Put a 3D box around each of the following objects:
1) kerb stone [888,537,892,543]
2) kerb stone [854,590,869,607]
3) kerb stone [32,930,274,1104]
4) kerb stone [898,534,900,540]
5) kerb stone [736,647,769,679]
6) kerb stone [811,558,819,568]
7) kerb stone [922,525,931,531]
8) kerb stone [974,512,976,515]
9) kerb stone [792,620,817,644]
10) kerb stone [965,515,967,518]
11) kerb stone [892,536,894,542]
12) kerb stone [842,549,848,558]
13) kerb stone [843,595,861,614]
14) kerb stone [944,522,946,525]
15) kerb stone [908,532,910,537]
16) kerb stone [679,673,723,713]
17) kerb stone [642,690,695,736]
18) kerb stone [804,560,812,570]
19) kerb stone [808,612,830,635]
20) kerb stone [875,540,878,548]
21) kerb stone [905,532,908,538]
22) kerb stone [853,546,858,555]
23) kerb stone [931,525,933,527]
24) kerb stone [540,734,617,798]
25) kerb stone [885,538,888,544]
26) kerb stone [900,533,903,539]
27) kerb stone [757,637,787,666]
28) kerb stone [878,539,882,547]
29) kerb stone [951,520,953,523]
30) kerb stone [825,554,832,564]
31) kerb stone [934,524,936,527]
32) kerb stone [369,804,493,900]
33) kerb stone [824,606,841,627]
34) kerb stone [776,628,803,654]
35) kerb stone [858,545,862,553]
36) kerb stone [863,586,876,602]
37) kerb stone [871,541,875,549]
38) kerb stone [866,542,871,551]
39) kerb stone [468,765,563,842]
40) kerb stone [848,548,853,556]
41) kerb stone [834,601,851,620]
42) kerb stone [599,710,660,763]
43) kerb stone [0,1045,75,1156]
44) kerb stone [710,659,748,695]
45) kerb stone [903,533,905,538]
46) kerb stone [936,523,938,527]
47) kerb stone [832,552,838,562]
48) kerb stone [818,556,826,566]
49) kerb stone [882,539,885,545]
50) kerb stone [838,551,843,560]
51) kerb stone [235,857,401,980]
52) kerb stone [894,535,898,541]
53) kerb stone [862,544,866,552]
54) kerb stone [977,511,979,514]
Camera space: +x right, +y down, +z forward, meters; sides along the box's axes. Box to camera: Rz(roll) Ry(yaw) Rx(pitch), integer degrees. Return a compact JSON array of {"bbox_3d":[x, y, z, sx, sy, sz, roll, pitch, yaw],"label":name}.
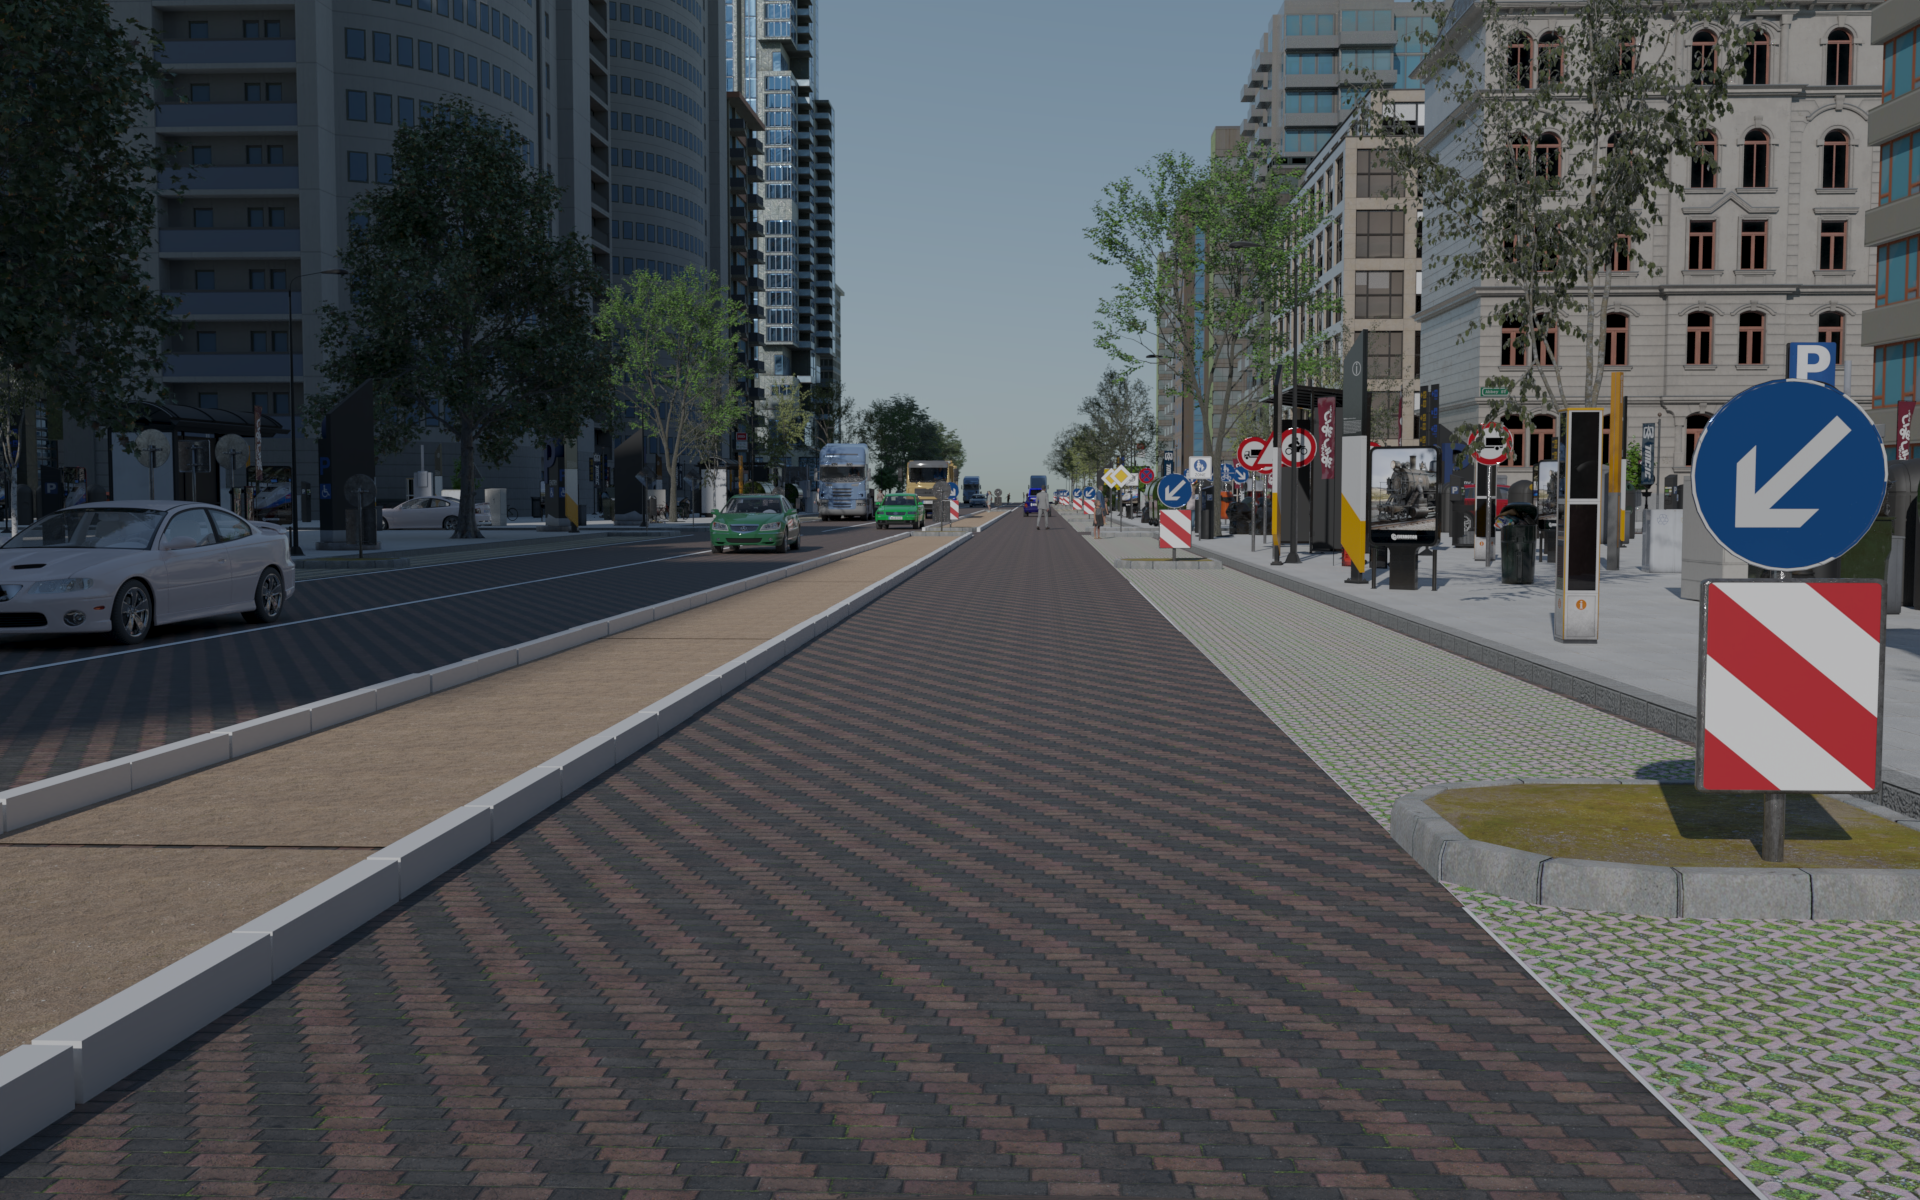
[{"bbox_3d":[-2.140,-1.681,49.748,0.120,0.150,1.000,0,4,3],"label":"kerb stone"},{"bbox_3d":[-1.302,0.014,21.980,0.120,0.150,1.000,0,4,3],"label":"kerb stone"},{"bbox_3d":[-2.097,1.078,4.567,0.120,0.150,1.000,0,4,3],"label":"kerb stone"},{"bbox_3d":[-1.995,-1.863,52.819,0.120,0.150,1.000,0,4,3],"label":"kerb stone"},{"bbox_3d":[-1.677,0.514,13.786,0.120,0.150,1.000,0,4,3],"label":"kerb stone"},{"bbox_3d":[-2.889,-0.683,33.369,0.120,0.150,1.000,0,4,3],"label":"kerb stone"},{"bbox_3d":[-1.323,-2.776,67.693,0.120,0.150,1.000,0,4,3],"label":"kerb stone"},{"bbox_3d":[0.780,-5.601,113.787,0.120,0.150,1.000,0,4,3],"label":"kerb stone"},{"bbox_3d":[-1.542,0.327,16.853,0.120,0.150,1.000,0,4,3],"label":"kerb stone"},{"bbox_3d":[0.181,-4.787,100.460,0.120,0.150,1.000,0,4,3],"label":"kerb stone"},{"bbox_3d":[-2.098,-1.748,50.769,0.120,0.150,1.000,0,4,3],"label":"kerb stone"},{"bbox_3d":[-2.650,-0.996,38.479,0.120,0.150,1.000,0,4,3],"label":"kerb stone"},{"bbox_3d":[-1.344,0.076,20.959,0.120,0.150,1.000,0,4,3],"label":"kerb stone"},{"bbox_3d":[-0.846,-3.410,77.941,0.120,0.150,1.000,0,4,3],"label":"kerb stone"},{"bbox_3d":[-1.813,-2.123,56.907,0.120,0.150,1.000,0,4,3],"label":"kerb stone"},{"bbox_3d":[-1.774,0.642,11.740,0.120,0.150,1.000,0,4,3],"label":"kerb stone"},{"bbox_3d":[-1.814,0.702,10.716,0.120,0.150,1.000,0,4,3],"label":"kerb stone"},{"bbox_3d":[-2.931,-0.620,32.348,0.120,0.150,1.000,0,4,3],"label":"kerb stone"},{"bbox_3d":[-1.490,0.264,17.875,0.120,0.150,1.000,0,4,3],"label":"kerb stone"},{"bbox_3d":[-2.324,-1.434,45.635,0.120,0.150,1.000,0,4,3],"label":"kerb stone"},{"bbox_3d":[-1.859,-2.057,55.885,0.120,0.150,1.000,0,4,3],"label":"kerb stone"},{"bbox_3d":[-2.560,-1.118,40.527,0.120,0.150,1.000,0,4,3],"label":"kerb stone"},{"bbox_3d":[-1.263,-2.845,68.715,0.120,0.150,1.000,0,4,3],"label":"kerb stone"},{"bbox_3d":[-1.909,0.828,8.660,0.120,0.150,1.000,0,4,3],"label":"kerb stone"},{"bbox_3d":[-2.188,-1.622,48.713,0.120,0.150,1.000,0,4,3],"label":"kerb stone"},{"bbox_3d":[-1.947,-1.936,53.842,0.120,0.150,1.000,0,4,3],"label":"kerb stone"},{"bbox_3d":[-1.634,0.452,14.809,0.120,0.150,1.000,0,4,3],"label":"kerb stone"},{"bbox_3d":[-2.281,-1.497,46.667,0.120,0.150,1.000,0,4,3],"label":"kerb stone"},{"bbox_3d":[-0.566,-3.786,84.092,0.120,0.150,1.000,0,4,3],"label":"kerb stone"},{"bbox_3d":[-2.795,-0.807,35.412,0.120,0.150,1.000,0,4,3],"label":"kerb stone"},{"bbox_3d":[-1.172,-2.968,70.765,0.120,0.150,1.000,0,4,3],"label":"kerb stone"},{"bbox_3d":[-2.010,0.953,6.613,0.120,0.150,1.000,0,4,3],"label":"kerb stone"},{"bbox_3d":[-1.439,0.206,18.906,0.120,0.150,1.000,0,4,3],"label":"kerb stone"},{"bbox_3d":[-1.584,0.389,15.832,0.120,0.150,1.000,0,4,3],"label":"kerb stone"},{"bbox_3d":[-2.521,-1.184,41.549,0.120,0.150,1.000,0,4,3],"label":"kerb stone"},{"bbox_3d":[-1.258,-0.046,23.007,0.120,0.150,1.000,0,4,3],"label":"kerb stone"},{"bbox_3d":[-2.366,-1.368,44.614,0.120,0.150,1.000,0,4,3],"label":"kerb stone"},{"bbox_3d":[-2.419,-1.309,43.593,0.120,0.150,1.000,0,4,3],"label":"kerb stone"},{"bbox_3d":[-1.959,0.891,7.634,0.120,0.150,1.000,0,4,3],"label":"kerb stone"},{"bbox_3d":[-2.610,-1.058,39.500,0.120,0.150,1.000,0,4,3],"label":"kerb stone"},{"bbox_3d":[-1.400,0.142,19.930,0.120,0.150,1.000,0,4,3],"label":"kerb stone"},{"bbox_3d":[-1.862,0.768,9.689,0.120,0.150,1.000,0,4,3],"label":"kerb stone"},{"bbox_3d":[-2.146,1.141,3.537,0.120,0.150,1.000,0,4,3],"label":"kerb stone"},{"bbox_3d":[-1.726,0.577,12.765,0.120,0.150,1.000,0,4,3],"label":"kerb stone"},{"bbox_3d":[-1.908,-1.997,54.864,0.120,0.150,1.000,0,4,3],"label":"kerb stone"},{"bbox_3d":[-1.126,-3.033,71.786,0.120,0.150,1.000,0,4,3],"label":"kerb stone"},{"bbox_3d":[-2.744,-0.871,36.436,0.120,0.150,1.000,0,4,3],"label":"kerb stone"},{"bbox_3d":[-2.838,-0.746,34.390,0.120,0.150,1.000,0,4,3],"label":"kerb stone"},{"bbox_3d":[-2.234,-1.559,47.692,0.120,0.150,1.000,0,4,3],"label":"kerb stone"},{"bbox_3d":[-2.701,-0.933,37.458,0.120,0.150,1.000,0,4,3],"label":"kerb stone"},{"bbox_3d":[-2.057,1.018,5.592,0.120,0.150,1.000,0,4,3],"label":"kerb stone"},{"bbox_3d":[-2.043,-1.810,51.790,0.120,0.150,1.000,0,4,3],"label":"kerb stone"},{"bbox_3d":[-2.471,-1.246,42.572,0.120,0.150,1.000,0,4,3],"label":"kerb stone"},{"bbox_3d":[1.024,-5.915,118.903,0.120,0.150,1.000,0,4,3],"label":"kerb stone"}]
